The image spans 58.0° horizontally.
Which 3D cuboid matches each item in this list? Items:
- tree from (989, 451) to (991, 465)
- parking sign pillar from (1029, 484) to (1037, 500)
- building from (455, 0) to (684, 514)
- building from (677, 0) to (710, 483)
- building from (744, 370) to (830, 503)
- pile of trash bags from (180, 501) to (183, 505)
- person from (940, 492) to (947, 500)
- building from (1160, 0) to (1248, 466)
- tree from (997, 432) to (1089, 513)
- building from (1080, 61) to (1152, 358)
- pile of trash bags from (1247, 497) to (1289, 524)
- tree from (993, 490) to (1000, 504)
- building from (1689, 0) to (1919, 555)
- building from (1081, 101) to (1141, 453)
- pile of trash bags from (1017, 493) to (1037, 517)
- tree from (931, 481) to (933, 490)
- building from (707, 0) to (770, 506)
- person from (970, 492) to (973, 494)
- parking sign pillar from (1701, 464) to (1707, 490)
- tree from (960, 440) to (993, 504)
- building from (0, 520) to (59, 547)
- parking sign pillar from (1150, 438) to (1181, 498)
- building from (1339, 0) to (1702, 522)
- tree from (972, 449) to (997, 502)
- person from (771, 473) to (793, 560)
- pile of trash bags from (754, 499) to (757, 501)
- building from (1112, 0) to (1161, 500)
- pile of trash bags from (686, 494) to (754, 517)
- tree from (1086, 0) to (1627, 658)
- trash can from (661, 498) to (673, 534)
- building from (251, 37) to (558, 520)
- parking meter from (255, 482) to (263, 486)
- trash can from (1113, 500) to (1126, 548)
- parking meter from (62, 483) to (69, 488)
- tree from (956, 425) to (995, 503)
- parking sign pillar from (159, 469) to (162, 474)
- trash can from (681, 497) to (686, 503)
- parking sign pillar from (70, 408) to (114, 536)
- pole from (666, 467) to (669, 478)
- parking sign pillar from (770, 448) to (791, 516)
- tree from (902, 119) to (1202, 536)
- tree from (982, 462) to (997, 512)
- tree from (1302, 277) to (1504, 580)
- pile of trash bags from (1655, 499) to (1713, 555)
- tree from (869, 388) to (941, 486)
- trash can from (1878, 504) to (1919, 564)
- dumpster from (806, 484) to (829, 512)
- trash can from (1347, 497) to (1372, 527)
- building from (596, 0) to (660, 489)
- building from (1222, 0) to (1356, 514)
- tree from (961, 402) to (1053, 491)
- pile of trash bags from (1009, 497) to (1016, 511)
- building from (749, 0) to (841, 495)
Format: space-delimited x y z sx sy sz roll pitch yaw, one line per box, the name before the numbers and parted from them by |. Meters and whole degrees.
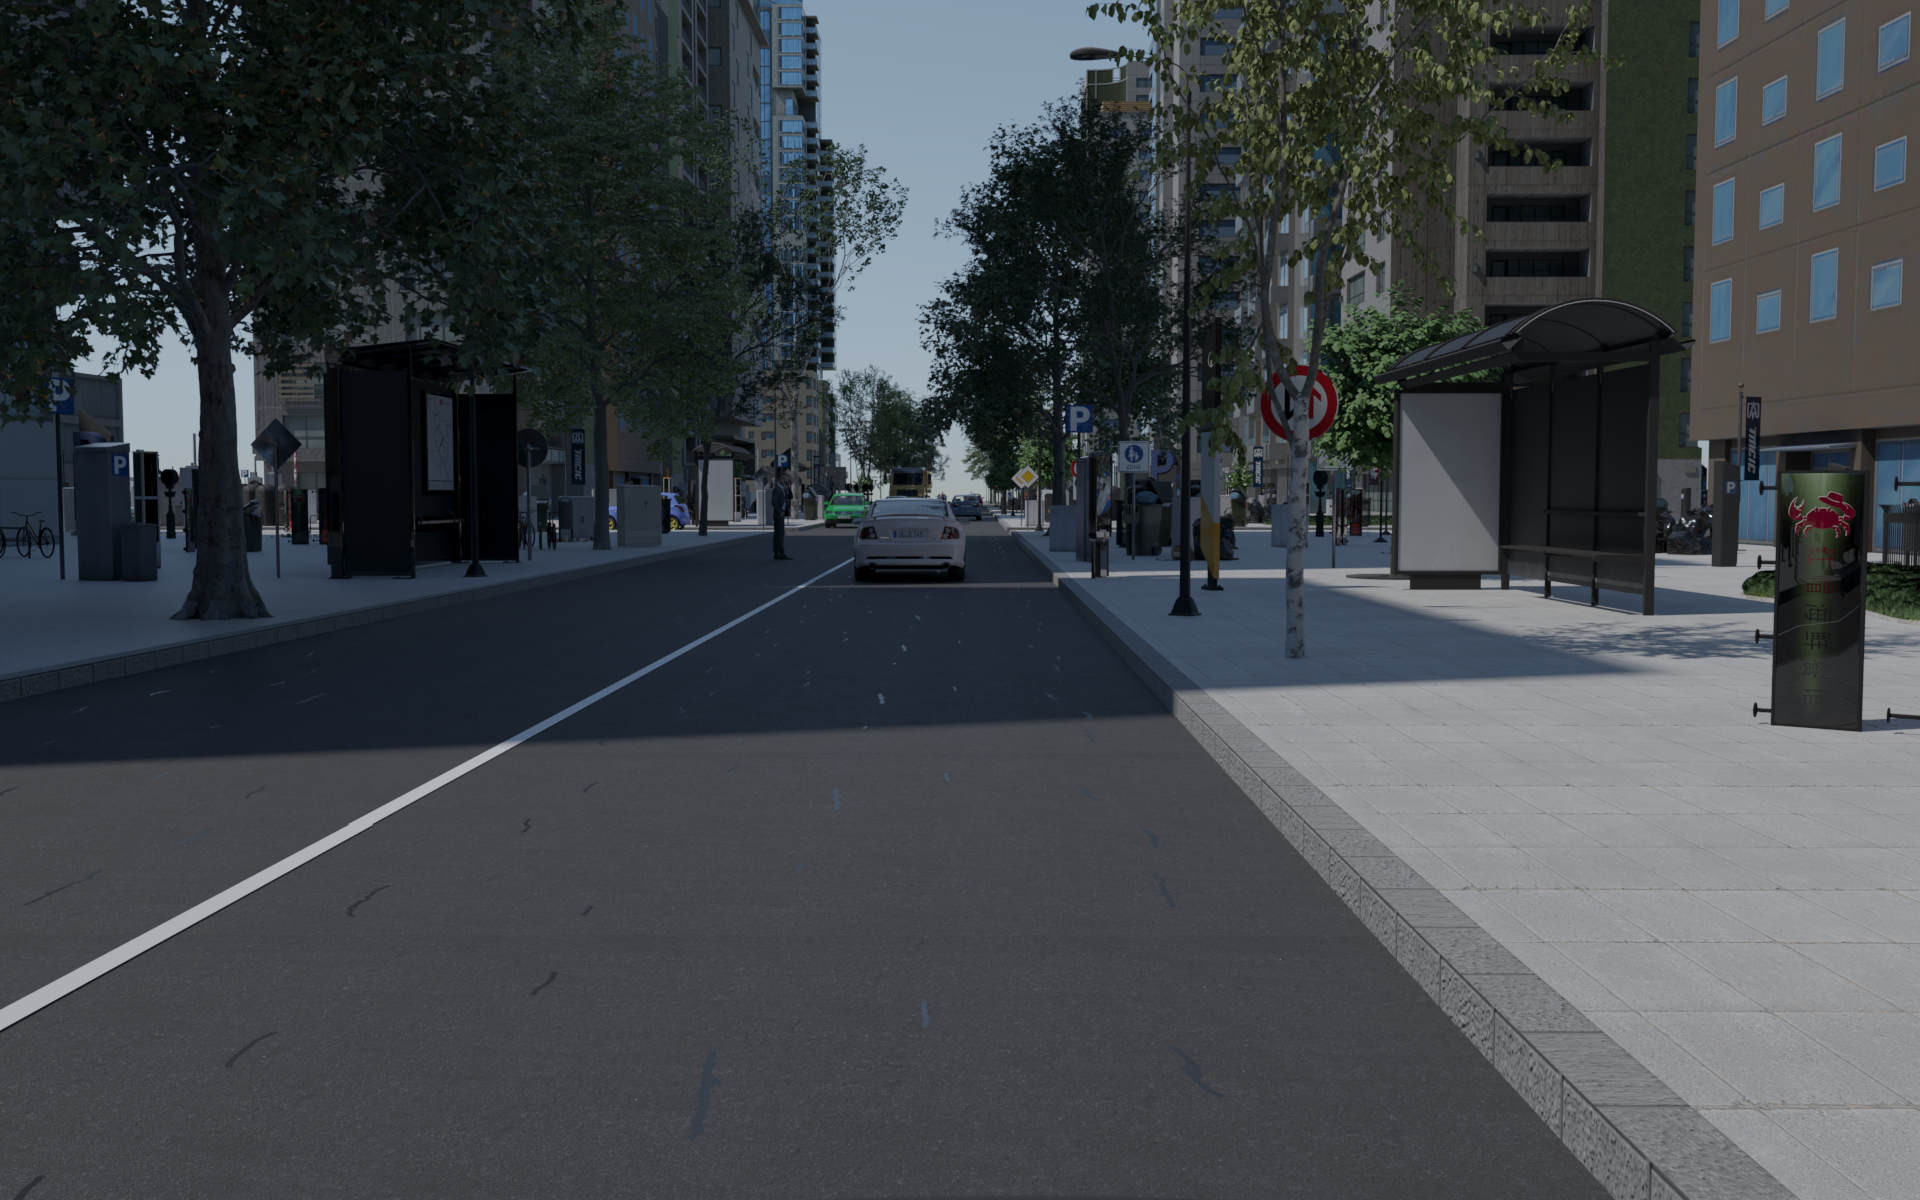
tree | 4.936 -15.194 198.783 4.360 8.622 3.978 0 3 0
parking sign pillar | 4.993 -7.585 112.482 1.447 3.967 1.447 1 4 10
building | -29.584 -27.497 133.177 14.154 41.232 14.086 0 4 0
building | -30.919 -43.716 153.001 20.563 71.187 20.611 0 4 0
building | -34.230 -25.173 256.620 27.650 21.520 28.899 0 4 0
pile of trash bags | -63.681 -8.095 142.098 3.447 1.369 1.912 2 4 28
person | -2.261 -13.680 232.850 0.721 1.739 1.217 3 5 44
building | 28.876 -37.722 158.755 21.231 58.520 28.212 0 4 0
tree | 3.986 -5.606 75.364 4.285 4.588 4.351 0 3 0
building | 28.828 -52.162 291.104 20.563 71.187 20.611 0 4 0
pile of trash bags | 13.683 -3.944 74.236 1.912 1.369 3.447 -1 4 -21
tree | 4.820 -14.633 233.842 1.663 3.219 1.824 0 3 0
building | 26.321 -23.717 37.885 14.600 45.320 14.200 0 4 0
building | 29.187 -44.315 266.556 21.231 58.520 28.212 0 4 0
pile of trash bags | 4.406 -5.210 94.930 1.912 1.369 3.447 0 4 -4
tree | -6.194 -18.992 294.233 4.285 4.588 4.351 0 3 0
building | -35.082 -36.007 177.951 28.713 52.752 27.495 0 4 0
person | 1.666 -15.845 267.439 0.709 1.838 0.599 -3 4 -39
parking sign pillar | 52.691 -8.272 123.720 1.447 3.967 1.447 -2 4 -25
tree | 3.942 -18.969 228.265 7.486 12.596 7.792 0 3 0
building | -35.391 -27.081 32.006 27.495 52.752 28.713 0 4 0
parking sign pillar | 8.938 -5.315 75.375 1.447 3.967 1.447 3 4 36
building | 27.287 -19.217 85.908 14.107 30.474 14.160 0 4 0
tree | 5.687 -21.614 279.141 9.928 11.665 9.643 0 3 0
person | -3.885 -1.843 38.002 0.474 1.900 0.648 0 4 -2
pile of trash bags | -13.132 -6.892 122.438 1.912 1.369 3.447 3 4 39
building | 29.151 -53.533 187.928 22.319 86.520 31.000 0 4 0
pile of trash bags | -13.488 -5.233 95.315 3.447 1.369 1.912 -3 4 -37
tree | 2.802 -3.861 13.498 4.737 8.622 4.395 0 3 0
trash can | -9.671 -2.717 56.079 0.748 1.137 0.748 0 3 0
building | -26.974 -24.793 88.953 14.154 41.232 14.086 0 4 0
parking meter | -34.327 -4.844 84.917 0.255 1.863 0.399 2 4 27
trash can | 4.045 -1.827 41.522 0.748 1.137 0.748 0 3 0
parking meter | -45.657 -5.050 88.285 0.399 1.863 0.255 0 4 2
tree | 4.626 -23.750 244.199 12.611 20.169 13.585 0 3 0
parking sign pillar | -61.742 -8.838 132.972 1.447 3.967 1.447 1 4 15
trash can | -13.590 -4.407 83.715 0.748 1.137 0.748 0 3 0
parking sign pillar | -26.867 -3.992 53.749 1.447 3.967 1.447 1 4 21
pole | -22.361 -8.472 132.353 0.158 3.312 0.155 0 3 0
parking sign pillar | -10.362 -6.871 100.807 1.447 3.967 1.447 2 4 23
tree | 2.920 -8.287 52.498 9.611 12.733 9.660 0 3 0
tree | 4.290 -8.318 119.707 4.285 4.588 4.351 0 3 0
tree | 6.579 -2.608 26.350 4.285 4.588 4.351 0 3 0
pile of trash bags | 15.160 -1.730 38.042 1.912 1.369 3.447 -2 4 -31
tree | -6.606 -18.202 204.260 9.857 13.997 8.962 0 3 0
trash can | 13.092 -0.751 23.940 0.748 1.137 0.748 0 3 0
dumpster | -7.982 -5.562 96.692 1.264 1.857 1.865 0 4 0
trash can | 15.735 -3.427 67.684 0.748 1.137 0.748 0 3 0
building | -27.610 -28.185 110.935 14.600 45.320 14.200 0 4 0
building | 31.875 -30.777 122.815 23.786 49.044 30.456 0 4 0
tree | 4.634 -15.279 160.188 12.009 13.543 11.850 0 3 0
pile of trash bags | 4.946 -7.625 134.416 1.912 1.369 3.447 -1 4 -10
building | -30.508 -59.447 284.636 22.319 86.520 31.000 0 4 0
